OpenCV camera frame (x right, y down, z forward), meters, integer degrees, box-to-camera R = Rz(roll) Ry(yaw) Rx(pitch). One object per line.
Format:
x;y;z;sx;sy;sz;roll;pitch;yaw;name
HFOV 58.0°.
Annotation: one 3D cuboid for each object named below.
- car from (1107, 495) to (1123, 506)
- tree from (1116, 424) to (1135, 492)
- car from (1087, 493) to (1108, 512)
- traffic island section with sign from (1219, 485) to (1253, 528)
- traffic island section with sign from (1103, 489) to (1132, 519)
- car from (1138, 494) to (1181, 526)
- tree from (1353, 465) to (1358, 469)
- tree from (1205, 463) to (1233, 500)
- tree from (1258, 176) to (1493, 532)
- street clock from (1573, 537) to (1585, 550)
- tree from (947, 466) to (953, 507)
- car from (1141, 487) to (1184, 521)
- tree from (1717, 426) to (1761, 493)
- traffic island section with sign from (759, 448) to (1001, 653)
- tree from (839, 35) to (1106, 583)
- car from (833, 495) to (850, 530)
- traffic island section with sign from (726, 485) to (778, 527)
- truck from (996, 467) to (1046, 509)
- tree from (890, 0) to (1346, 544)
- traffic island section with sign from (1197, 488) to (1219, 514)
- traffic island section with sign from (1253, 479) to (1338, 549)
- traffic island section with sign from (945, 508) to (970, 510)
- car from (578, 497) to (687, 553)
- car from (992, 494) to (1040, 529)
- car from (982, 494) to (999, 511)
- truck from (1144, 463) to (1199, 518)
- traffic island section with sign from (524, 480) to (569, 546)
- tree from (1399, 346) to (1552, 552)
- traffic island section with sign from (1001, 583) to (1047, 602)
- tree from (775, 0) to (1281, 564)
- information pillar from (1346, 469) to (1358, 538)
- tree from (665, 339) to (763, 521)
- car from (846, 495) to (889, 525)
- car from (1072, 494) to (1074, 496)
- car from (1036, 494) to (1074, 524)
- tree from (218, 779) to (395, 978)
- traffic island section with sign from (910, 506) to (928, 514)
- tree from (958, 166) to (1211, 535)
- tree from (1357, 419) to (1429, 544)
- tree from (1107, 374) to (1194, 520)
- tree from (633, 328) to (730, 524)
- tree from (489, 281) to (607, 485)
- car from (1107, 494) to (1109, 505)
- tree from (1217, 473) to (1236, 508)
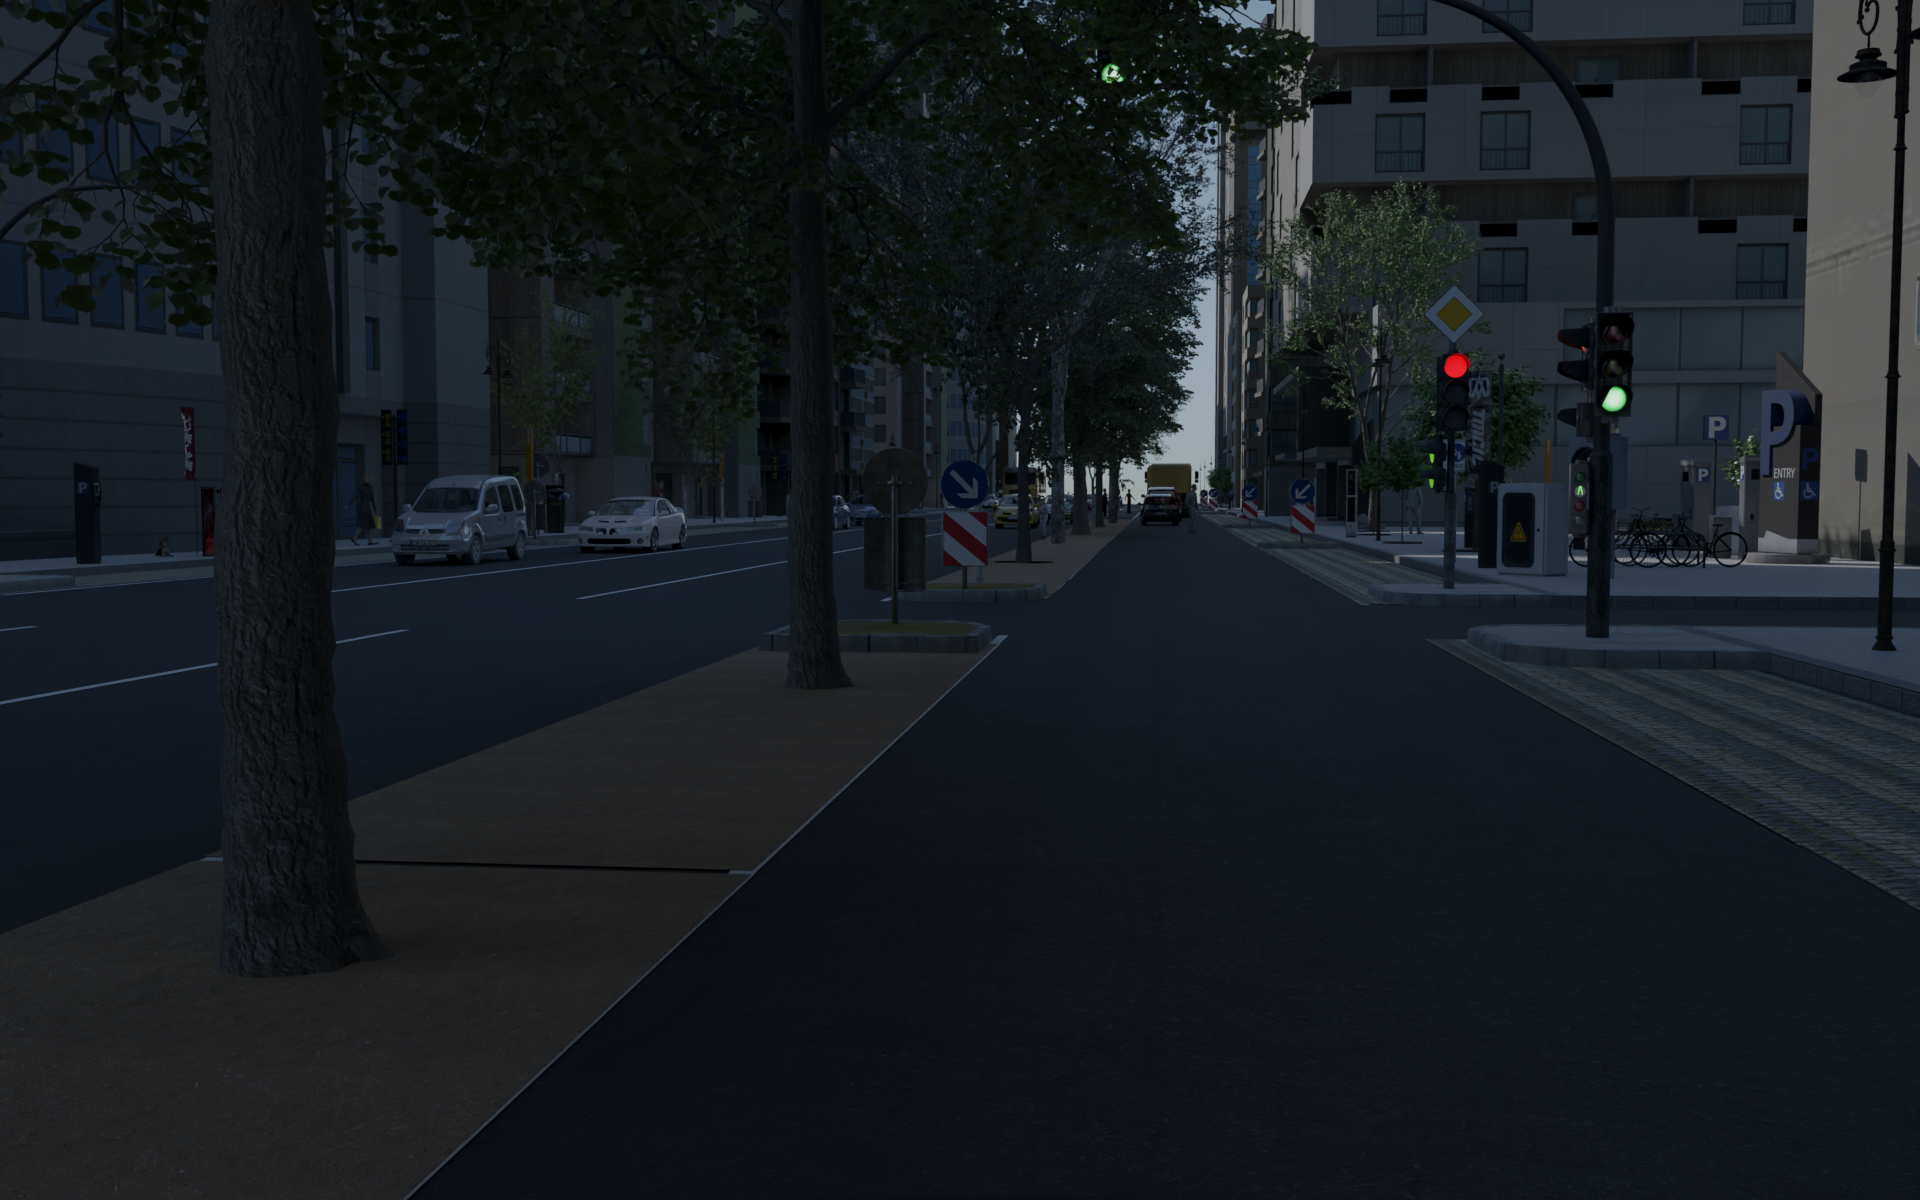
18.104;-11.611;201.843;2.014;1.417;4.499;0;4;5;car
5.228;-7.014;67.491;4.360;8.622;3.978;0;3;0;tree
10.575;-7.776;136.180;2.155;1.783;4.494;0;4;8;car
12.045;-3.926;72.813;1.989;1.847;2.006;0;4;7;traffic island section with sign
8.772;-5.529;98.530;2.006;1.907;1.989;0;4;7;traffic island section with sign
9.230;-4.301;80.102;2.009;1.686;4.222;0;4;5;car
12.800;-3.605;53.549;1.663;3.219;1.824;0;3;0;tree
27.584;-12.194;183.078;4.285;4.588;4.351;0;3;0;tree
13.891;-8.102;58.222;9.928;11.665;9.643;0;3;0;tree
14.210;-2.149;39.700;0.471;2.002;0.358;-1;4;-17;street clock
-0.300;-11.670;174.522;4.285;4.588;4.351;0;3;0;tree
10.800;-5.127;92.493;2.281;1.827;5.304;0;4;6;car
22.475;-3.334;49.105;1.663;3.219;1.824;0;3;0;tree
-0.720;-0.513;16.529;2.006;1.907;1.989;0;4;7;traffic island section with sign
0.270;-4.497;26.352;4.360;8.622;3.978;0;3;0;tree
-5.602;-3.574;70.430;2.014;1.417;4.499;0;4;7;car
-9.015;-4.089;75.481;1.989;1.847;2.006;0;4;7;traffic island section with sign
4.658;-7.937;125.692;3.469;3.379;9.791;0;4;7;truck
3.922;-11.610;48.172;12.611;20.169;13.585;0;3;0;tree
17.780;-6.967;122.535;1.989;1.847;2.006;0;4;7;traffic island section with sign
8.913;-2.281;45.918;1.989;1.847;2.006;0;4;7;traffic island section with sign
-0.200;-8.748;151.656;1.989;1.847;2.006;0;4;7;traffic island section with sign
-8.251;-1.931;43.938;2.083;1.381;4.827;0;4;5;car
2.399;-3.850;73.173;2.015;1.641;3.980;0;4;5;car
2.262;-8.206;145.965;2.131;1.459;4.920;0;4;5;car
13.061;-6.831;107.604;3.469;3.379;9.791;1;4;8;truck
-12.118;-2.451;48.704;1.989;1.847;2.006;0;4;7;traffic island section with sign
11.435;-3.355;38.571;4.285;4.588;4.351;0;3;0;tree
0.141;-0.963;23.887;2.006;1.907;1.989;0;4;7;traffic island section with sign
1.304;-7.508;35.575;12.009;13.543;11.850;0;3;0;tree
11.580;-2.855;51.172;0.304;2.012;0.304;1;4;20;information pillar
-11.466;-8.037;81.774;4.737;8.622;4.395;0;3;0;tree
-4.177;-4.153;79.897;2.014;1.417;4.499;0;4;7;car
13.847;-12.110;207.589;1.945;1.707;3.694;0;4;6;car
4.839;-4.427;84.181;2.131;1.459;4.920;1;4;9;car
-1.985;-5.132;4.496;7.486;12.596;7.792;0;3;0;tree
-3.360;-7.083;124.439;1.989;1.847;2.006;0;4;7;traffic island section with sign
4.247;-9.241;60.199;9.857;13.997;8.962;0;3;0;tree
11.340;-3.072;44.834;1.663;3.219;1.824;0;3;0;tree
8.432;-9.623;94.207;8.767;10.594;7.601;0;4;7;tree
-11.435;-7.426;71.772;4.360;8.622;3.978;0;3;0;tree
-14.117;-6.679;59.571;4.737;8.622;4.395;0;3;0;tree
17.881;-12.334;211.442;2.009;1.686;4.222;0;4;8;car
24.547;-10.144;160.451;1.663;3.219;1.824;0;3;0;tree
